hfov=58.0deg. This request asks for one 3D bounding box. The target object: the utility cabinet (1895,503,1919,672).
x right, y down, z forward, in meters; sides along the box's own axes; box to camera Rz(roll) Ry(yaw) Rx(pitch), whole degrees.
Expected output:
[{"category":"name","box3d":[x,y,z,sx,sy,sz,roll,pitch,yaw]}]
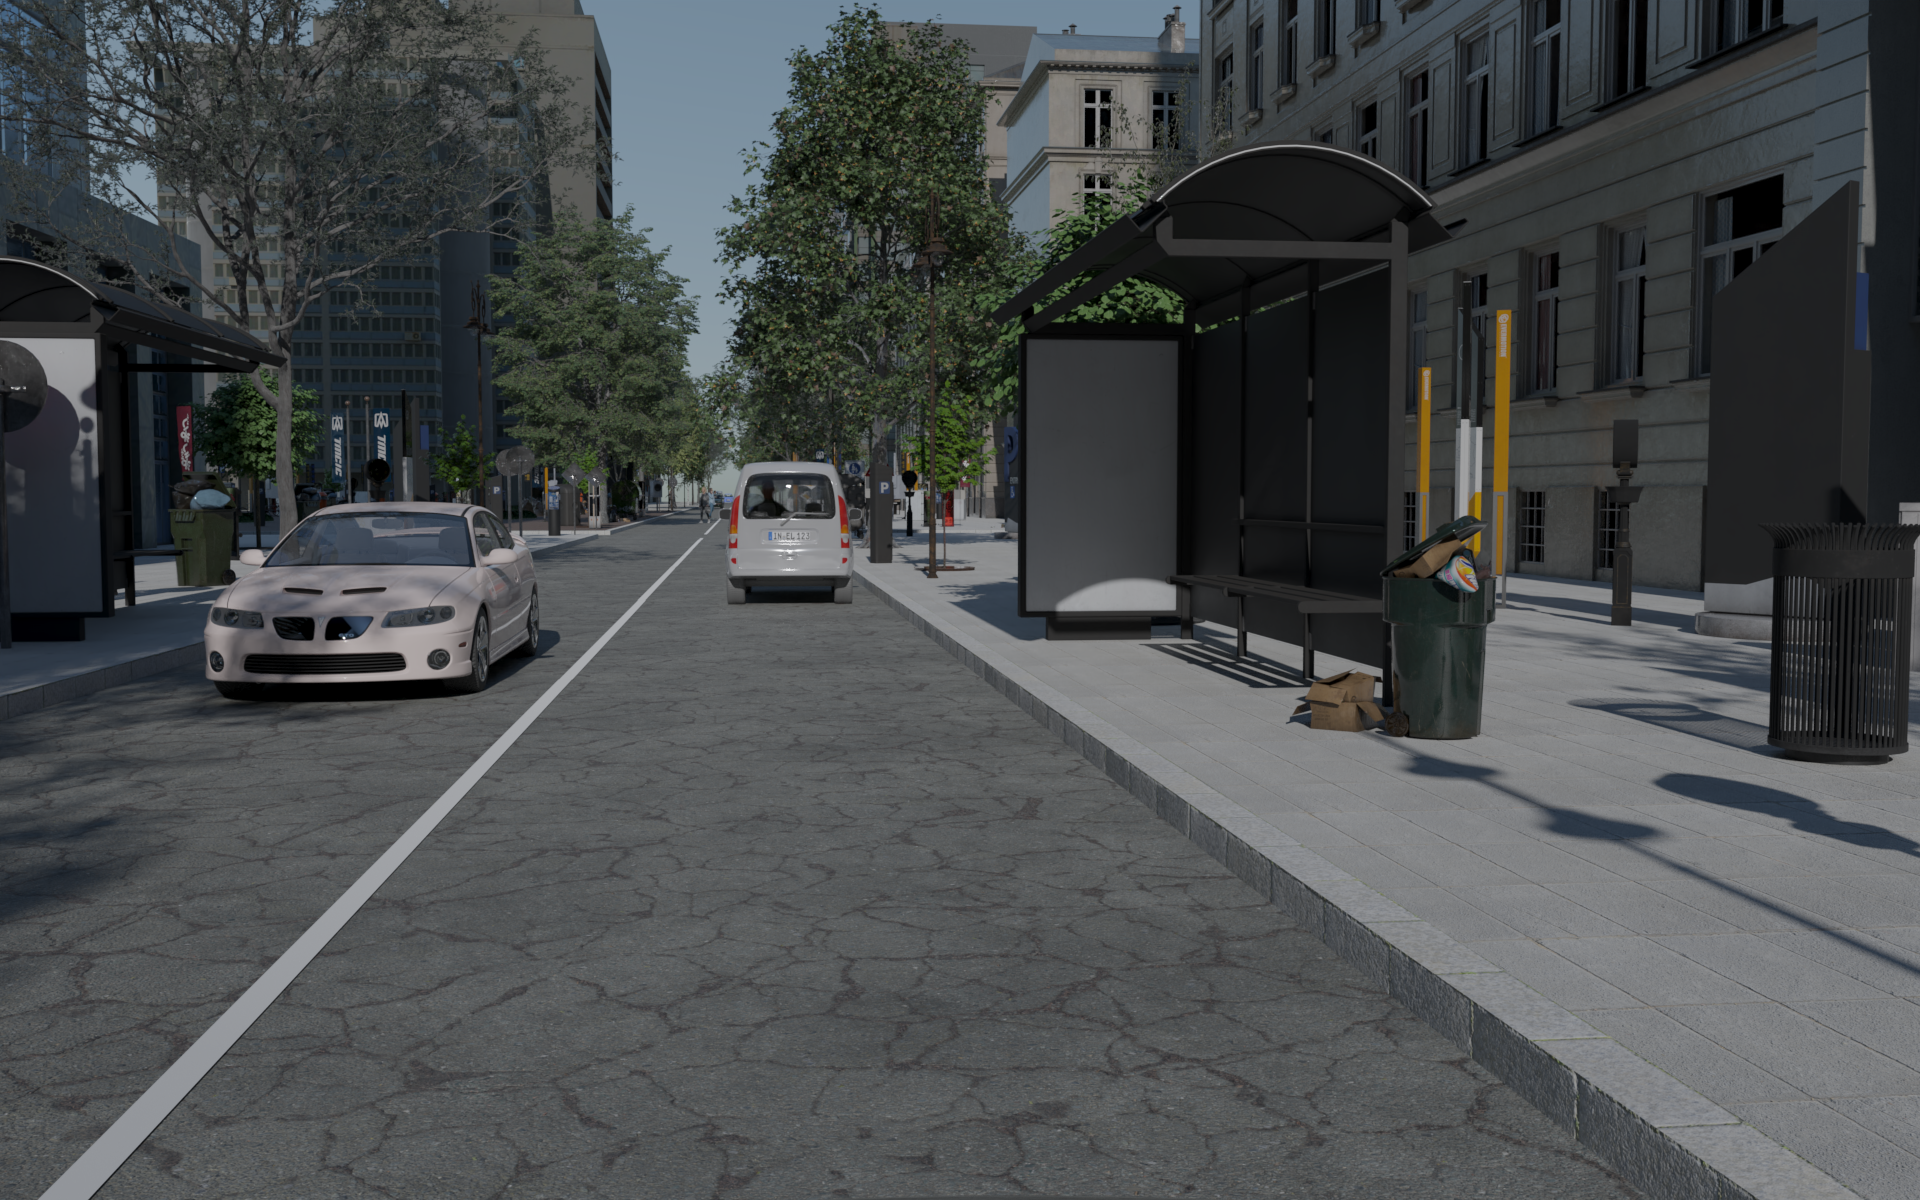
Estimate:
[{"category":"utility cabinet","box3d":[7.296,-0.076,12.397,1.020,1.237,0.306,2,4,34]}]

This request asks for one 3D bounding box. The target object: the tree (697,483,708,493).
[{"category":"tree","box3d":[-38.987,-16.410,262.906,1.663,3.219,1.824,0,3,0]}]

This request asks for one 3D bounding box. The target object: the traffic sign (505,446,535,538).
[{"category":"traffic sign","box3d":[-11.567,-2.780,45.566,0.768,2.556,0.104,0,4,-6]}]

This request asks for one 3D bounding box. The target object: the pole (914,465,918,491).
[{"category":"pole","box3d":[-2.305,-5.929,90.785,0.158,3.312,0.155,0,3,0]}]

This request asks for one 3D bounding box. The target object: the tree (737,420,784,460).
[{"category":"tree","box3d":[-19.405,-15.926,178.524,7.486,12.596,7.792,0,3,0]}]

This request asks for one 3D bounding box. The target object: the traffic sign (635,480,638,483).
[{"category":"traffic sign","box3d":[-24.055,-7.822,127.887,0.884,2.594,0.081,0,4,1]}]

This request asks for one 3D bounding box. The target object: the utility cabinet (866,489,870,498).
[{"category":"utility cabinet","box3d":[-3.900,-3.781,70.491,0.318,1.500,1.173,3,4,39]}]

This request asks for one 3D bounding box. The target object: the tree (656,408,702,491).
[{"category":"tree","box3d":[-23.661,-11.795,143.217,4.737,8.622,4.395,0,3,0]}]

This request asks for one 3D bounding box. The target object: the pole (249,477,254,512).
[{"category":"pole","box3d":[-43.330,-6.851,105.856,0.158,3.312,0.155,0,3,0]}]

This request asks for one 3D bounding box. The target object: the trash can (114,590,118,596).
[{"category":"trash can","box3d":[-10.490,-0.562,20.847,0.748,1.137,0.748,0,3,0]}]

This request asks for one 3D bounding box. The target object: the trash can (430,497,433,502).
[{"category":"trash can","box3d":[-28.172,-4.880,91.441,0.748,1.137,0.748,0,3,0]}]

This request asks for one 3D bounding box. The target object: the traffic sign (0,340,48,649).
[{"category":"traffic sign","box3d":[-7.931,-0.870,14.324,0.768,2.556,0.104,0,4,-4]}]

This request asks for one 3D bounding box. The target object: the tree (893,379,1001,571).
[{"category":"tree","box3d":[-0.127,-2.112,29.128,1.663,3.219,1.824,0,3,0]}]

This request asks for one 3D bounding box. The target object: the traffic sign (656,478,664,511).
[{"category":"traffic sign","box3d":[-23.465,-8.258,135.120,0.768,2.556,0.104,0,4,-5]}]

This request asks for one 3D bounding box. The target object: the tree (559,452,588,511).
[{"category":"tree","box3d":[-29.267,-9.116,132.762,4.285,4.588,4.351,0,3,0]}]

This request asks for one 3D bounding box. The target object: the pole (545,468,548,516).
[{"category":"pole","box3d":[-23.836,-6.481,99.809,0.158,3.312,0.155,0,3,0]}]

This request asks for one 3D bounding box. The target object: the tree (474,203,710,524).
[{"category":"tree","box3d":[-15.735,-10.298,75.034,9.857,13.997,8.962,0,3,0]}]

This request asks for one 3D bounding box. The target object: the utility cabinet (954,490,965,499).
[{"category":"utility cabinet","box3d":[-0.156,-4.971,89.955,0.318,1.500,1.173,-2,4,-33]}]

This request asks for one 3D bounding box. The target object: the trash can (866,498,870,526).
[{"category":"trash can","box3d":[-3.308,-3.323,65.990,0.748,1.137,0.748,0,3,0]}]

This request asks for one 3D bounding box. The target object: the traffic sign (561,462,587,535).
[{"category":"traffic sign","box3d":[-12.068,-3.093,54.220,0.795,2.450,0.064,0,4,-7]}]

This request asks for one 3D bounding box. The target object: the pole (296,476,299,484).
[{"category":"pole","box3d":[-47.754,-8.017,124.920,0.158,3.312,0.155,0,3,0]}]

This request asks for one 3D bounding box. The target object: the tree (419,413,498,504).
[{"category":"tree","box3d":[-11.835,-2.871,41.548,1.663,3.219,1.824,0,3,0]}]

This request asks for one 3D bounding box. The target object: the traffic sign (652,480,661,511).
[{"category":"traffic sign","box3d":[-22.458,-7.713,128.235,0.606,2.300,0.079,0,4,-7]}]

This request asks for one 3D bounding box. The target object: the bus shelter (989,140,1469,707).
[{"category":"bus shelter","box3d":[1.596,-1.147,12.683,2.014,3.302,5.546,0,4,-7]}]

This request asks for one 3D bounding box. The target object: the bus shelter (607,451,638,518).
[{"category":"bus shelter","box3d":[-18.925,-6.451,96.750,1.731,3.624,6.357,0,4,-7]}]

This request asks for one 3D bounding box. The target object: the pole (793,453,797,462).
[{"category":"pole","box3d":[-8.019,-5.537,84.381,0.158,3.312,0.155,0,3,0]}]

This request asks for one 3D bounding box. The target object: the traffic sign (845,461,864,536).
[{"category":"traffic sign","box3d":[-3.213,-3.110,52.980,0.606,2.300,0.079,0,4,2]}]

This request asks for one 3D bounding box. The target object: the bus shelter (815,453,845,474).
[{"category":"bus shelter","box3d":[-6.951,-5.775,88.347,2.014,3.302,5.546,0,4,-7]}]

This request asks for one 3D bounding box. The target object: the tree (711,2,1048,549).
[{"category":"tree","box3d":[-1.809,-7.564,40.683,9.611,12.733,9.660,0,3,0]}]

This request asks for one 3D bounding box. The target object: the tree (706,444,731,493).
[{"category":"tree","box3d":[-41.388,-22.029,285.923,9.928,11.665,9.643,0,3,0]}]

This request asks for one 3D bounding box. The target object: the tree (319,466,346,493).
[{"category":"tree","box3d":[-39.269,-6.934,107.968,1.663,3.219,1.824,0,3,0]}]

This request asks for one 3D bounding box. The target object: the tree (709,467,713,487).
[{"category":"tree","box3d":[-40.068,-19.548,269.973,4.360,8.622,3.978,0,3,0]}]

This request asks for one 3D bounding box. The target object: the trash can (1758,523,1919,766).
[{"category":"trash can","box3d":[4.251,0.201,8.366,0.748,1.137,0.748,0,3,0]}]

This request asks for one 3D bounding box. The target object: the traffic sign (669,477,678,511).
[{"category":"traffic sign","box3d":[-22.039,-8.119,132.847,0.768,2.556,0.104,0,4,0]}]

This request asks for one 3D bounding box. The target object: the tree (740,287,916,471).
[{"category":"tree","box3d":[-5.013,-8.471,72.916,7.601,10.594,8.767,-3,4,-36]}]

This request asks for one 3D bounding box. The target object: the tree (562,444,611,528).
[{"category":"tree","box3d":[-14.153,-4.396,66.482,1.663,3.219,1.824,0,3,0]}]

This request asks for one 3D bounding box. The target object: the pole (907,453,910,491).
[{"category":"pole","box3d":[-2.540,-5.599,85.385,0.158,3.312,0.155,0,3,0]}]

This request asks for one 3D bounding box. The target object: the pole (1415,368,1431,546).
[{"category":"pole","box3d":[7.499,-2.092,28.054,0.158,3.312,0.155,0,3,0]}]

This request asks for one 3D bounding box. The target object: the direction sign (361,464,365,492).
[{"category":"direction sign","box3d":[-45.542,-8.577,132.228,0.379,3.537,0.876,0,4,-1]}]

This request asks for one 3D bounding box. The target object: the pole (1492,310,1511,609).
[{"category":"pole","box3d":[6.040,-1.559,19.331,0.158,3.312,0.155,0,3,0]}]

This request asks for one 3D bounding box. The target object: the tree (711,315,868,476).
[{"category":"tree","box3d":[-9.387,-11.503,98.440,12.009,13.543,11.850,0,3,0]}]

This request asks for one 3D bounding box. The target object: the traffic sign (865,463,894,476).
[{"category":"traffic sign","box3d":[-2.396,-3.162,51.708,0.884,2.594,0.081,0,4,1]}]

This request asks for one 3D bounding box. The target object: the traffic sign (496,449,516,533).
[{"category":"traffic sign","box3d":[-12.789,-2.999,49.148,0.768,2.556,0.104,0,3,0]}]

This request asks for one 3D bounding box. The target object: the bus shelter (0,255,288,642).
[{"category":"bus shelter","box3d":[-8.505,-1.439,17.444,2.014,3.302,5.546,0,4,-7]}]

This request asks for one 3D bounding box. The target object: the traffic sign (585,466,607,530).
[{"category":"traffic sign","box3d":[-13.055,-3.578,62.145,0.795,2.450,0.064,0,4,-7]}]

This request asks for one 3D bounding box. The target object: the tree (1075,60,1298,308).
[{"category":"tree","box3d":[3.807,-4.906,30.578,4.360,8.622,3.978,0,3,0]}]

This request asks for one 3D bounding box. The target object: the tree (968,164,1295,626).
[{"category":"tree","box3d":[1.809,-2.056,17.337,4.285,4.588,4.351,0,3,0]}]

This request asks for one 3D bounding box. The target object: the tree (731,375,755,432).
[{"category":"tree","box3d":[-29.688,-24.568,257.571,12.611,20.169,13.585,0,3,0]}]

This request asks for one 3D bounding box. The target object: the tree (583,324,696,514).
[{"category":"tree","box3d":[-20.399,-11.743,110.127,7.486,12.596,7.792,0,3,0]}]

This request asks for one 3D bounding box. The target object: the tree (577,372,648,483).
[{"category":"tree","box3d":[-18.029,-8.584,90.704,4.360,8.622,3.978,0,3,0]}]

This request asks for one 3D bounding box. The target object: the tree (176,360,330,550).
[{"category":"tree","box3d":[-16.309,-3.465,40.374,4.285,4.588,4.351,0,3,0]}]

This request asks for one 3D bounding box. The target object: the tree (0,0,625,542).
[{"category":"tree","box3d":[-10.426,-7.081,26.151,12.009,13.543,11.850,0,3,0]}]

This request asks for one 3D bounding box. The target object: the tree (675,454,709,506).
[{"category":"tree","box3d":[-29.541,-14.529,187.912,4.360,8.622,3.978,0,3,0]}]
